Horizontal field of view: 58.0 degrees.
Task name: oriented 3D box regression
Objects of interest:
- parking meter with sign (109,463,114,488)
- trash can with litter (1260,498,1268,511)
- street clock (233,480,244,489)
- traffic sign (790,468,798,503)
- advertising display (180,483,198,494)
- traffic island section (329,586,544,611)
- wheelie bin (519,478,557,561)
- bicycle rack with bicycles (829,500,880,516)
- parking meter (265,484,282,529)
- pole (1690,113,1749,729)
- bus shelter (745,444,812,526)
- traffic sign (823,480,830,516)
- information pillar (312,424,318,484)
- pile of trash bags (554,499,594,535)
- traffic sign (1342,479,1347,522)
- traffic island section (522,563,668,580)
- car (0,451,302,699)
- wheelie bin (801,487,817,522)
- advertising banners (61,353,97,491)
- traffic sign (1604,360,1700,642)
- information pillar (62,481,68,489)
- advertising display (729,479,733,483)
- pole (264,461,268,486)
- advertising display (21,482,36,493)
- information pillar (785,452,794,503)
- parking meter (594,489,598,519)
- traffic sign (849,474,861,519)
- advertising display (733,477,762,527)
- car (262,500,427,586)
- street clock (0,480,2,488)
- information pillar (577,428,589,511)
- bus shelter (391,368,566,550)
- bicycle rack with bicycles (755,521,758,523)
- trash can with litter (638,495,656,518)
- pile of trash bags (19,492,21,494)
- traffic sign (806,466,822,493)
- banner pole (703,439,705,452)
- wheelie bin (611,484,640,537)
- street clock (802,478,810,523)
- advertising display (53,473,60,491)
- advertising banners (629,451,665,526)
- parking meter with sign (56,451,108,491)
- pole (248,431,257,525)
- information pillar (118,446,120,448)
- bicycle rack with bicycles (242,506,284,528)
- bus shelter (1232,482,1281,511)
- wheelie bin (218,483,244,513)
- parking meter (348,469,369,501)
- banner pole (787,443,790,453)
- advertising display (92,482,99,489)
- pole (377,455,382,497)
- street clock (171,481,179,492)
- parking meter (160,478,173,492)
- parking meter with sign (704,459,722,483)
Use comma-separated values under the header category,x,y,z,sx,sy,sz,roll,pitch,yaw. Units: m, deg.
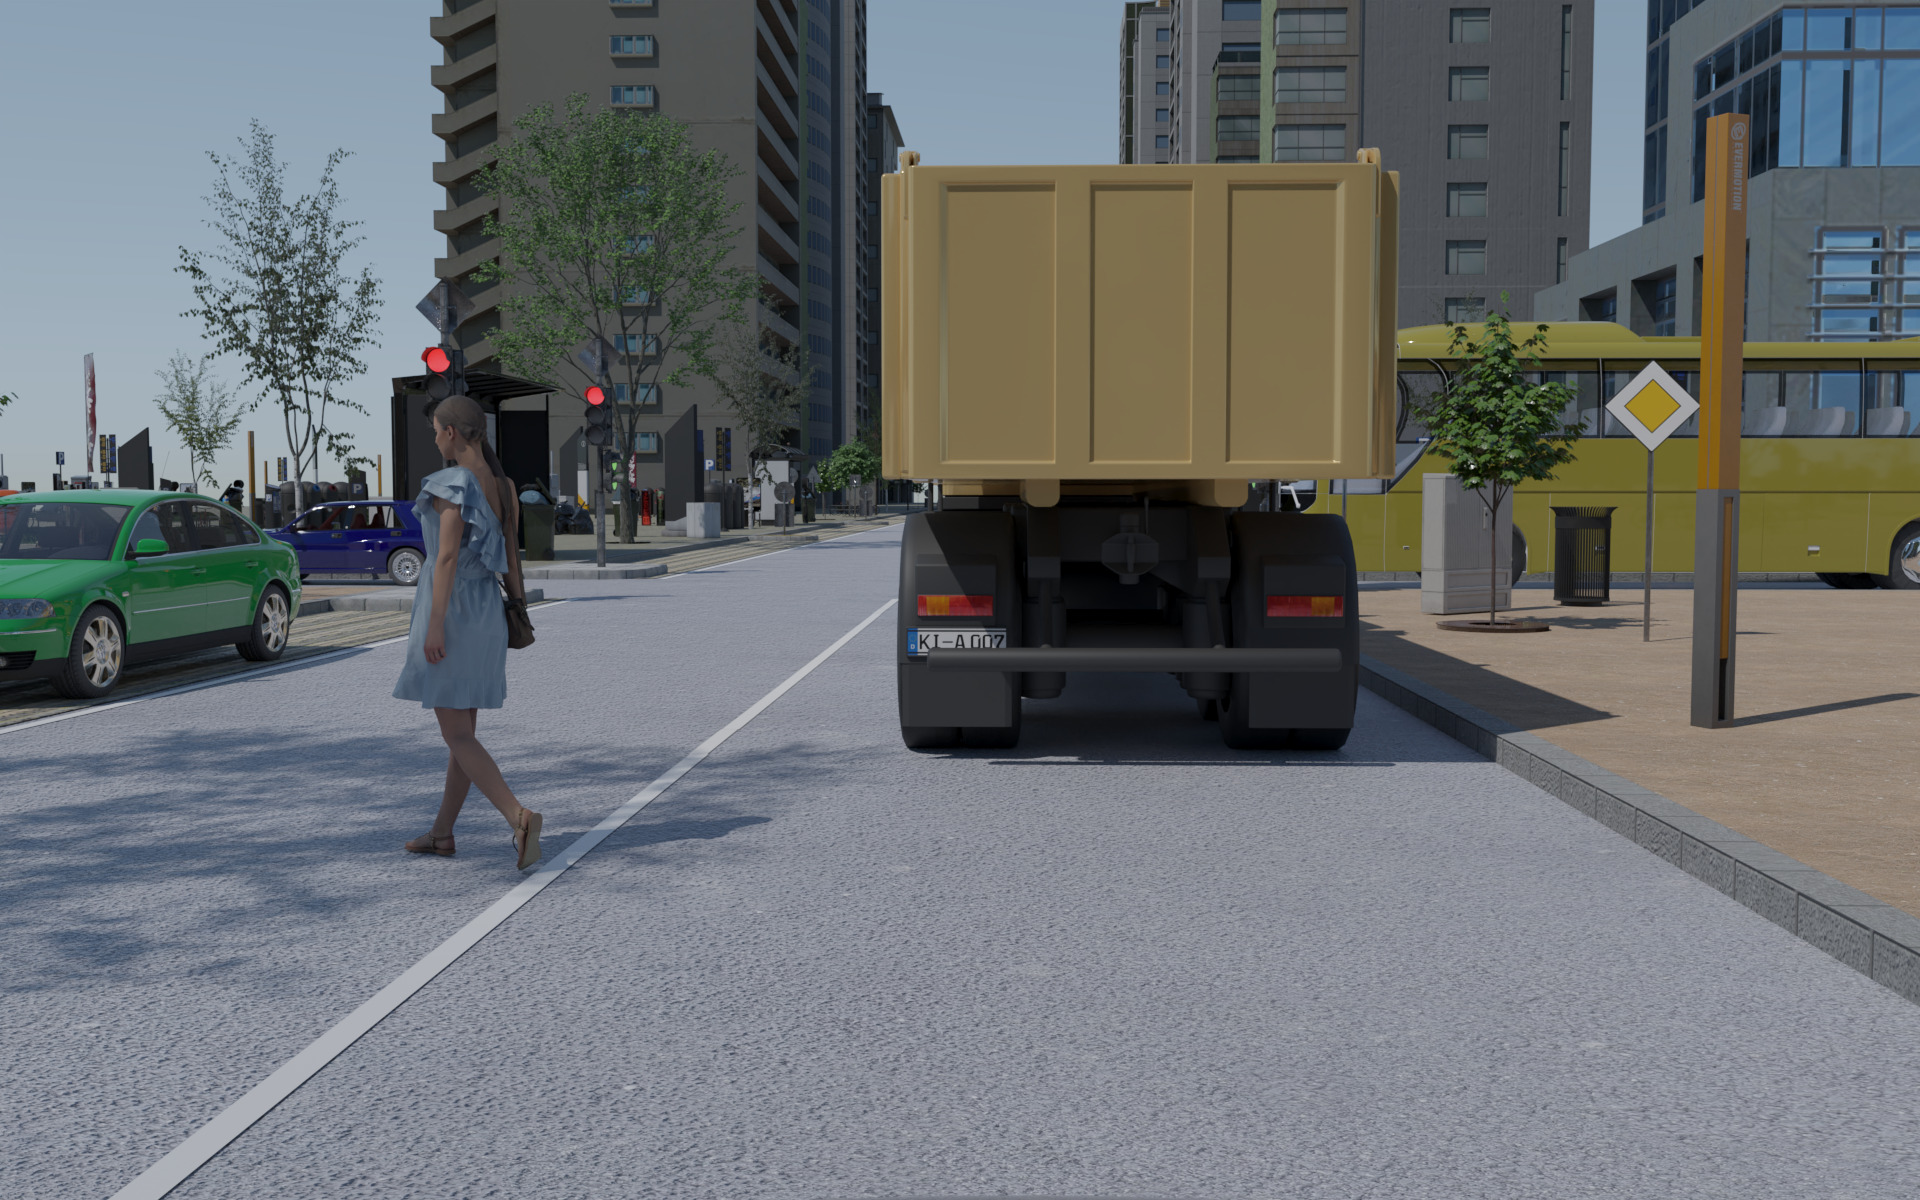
category,x,y,z,sx,sy,sz,roll,pitch,yaw
parking meter with sign,-47.927,-6.197,97.578,0.543,3.016,1.738,-1,4,-18
trash can with litter,5.942,-1.298,32.277,1.678,1.210,2.233,2,4,27
street clock,-36.193,-5.039,86.952,0.471,2.002,0.358,1,4,11
traffic sign,-8.204,-5.110,83.647,0.768,2.556,0.104,0,4,8
advertising display,-45.363,-5.914,101.901,0.974,1.923,0.123,-1,4,-13
traffic island section,-6.639,-0.011,22.457,2.009,0.180,2.903,0,4,2
wheelie bin,-8.120,-1.557,33.365,0.693,1.594,0.980,-1,4,-13
bicycle rack with bicycles,-6.627,-5.525,103.719,2.925,0.926,2.852,2,4,29
parking meter,-17.080,-2.122,43.100,0.372,1.533,0.369,0,3,0
pole,4.143,-0.954,9.443,0.158,3.312,0.155,0,3,0
bus shelter,-7.519,-4.790,72.237,2.014,3.302,5.546,0,4,2
traffic sign,-7.925,-6.132,100.372,0.768,2.556,0.104,1,4,8
information pillar,-21.587,-4.076,57.995,0.183,3.616,0.504,-2,4,-31
pile of trash bags,-13.350,-2.732,54.417,3.447,1.369,1.912,-2,4,-32
traffic sign,5.038,-1.258,22.706,0.606,2.300,0.079,1,4,12
traffic island section,-6.317,-0.499,30.435,2.009,0.180,2.903,0,4,2
car,-6.800,-0.287,13.486,1.959,1.807,4.718,0,4,2
wheelie bin,-6.943,-4.370,79.357,0.693,1.594,0.980,-1,4,-15
advertising banners,-11.338,-1.597,22.302,0.090,3.025,2.074,-3,4,-37
traffic sign,5.959,-0.843,14.972,0.795,2.450,0.064,1,4,10
information pillar,-48.636,-5.477,94.048,0.304,2.012,0.304,1,4,23
advertising display,-9.577,-4.126,72.676,0.123,1.923,0.974,-1,4,-14
pole,-42.477,-6.863,106.053,0.158,3.312,0.155,0,3,0
advertising display,-48.547,-5.203,90.286,0.123,1.923,0.974,0,4,7
information pillar,-9.476,-6.408,96.126,0.504,3.616,0.183,0,4,7
parking meter,-19.011,-5.050,90.974,0.372,1.533,0.369,0,3,0
traffic sign,-5.486,-5.405,90.494,0.606,2.300,0.079,1,4,9
advertising display,-8.201,-3.795,67.264,0.974,1.923,0.123,0,4,2
car,-9.833,-0.926,27.727,3.894,1.354,1.945,0,4,3
street clock,-45.941,-4.773,82.603,0.471,2.002,0.358,0,4,4
information pillar,-13.419,-4.303,61.713,0.504,3.616,0.183,3,4,38
bus shelter,-9.741,-2.708,35.553,1.731,3.624,6.357,0,4,2
bicycle rack with bicycles,-10.127,-3.812,75.708,2.925,0.926,2.852,-2,4,-28
trash can with litter,-16.615,-5.264,97.118,2.233,1.210,1.678,2,4,30
pile of trash bags,-18.717,-1.660,36.895,3.447,1.369,1.912,-1,4,-13
traffic sign,-6.800,-4.902,80.147,0.884,2.594,0.081,1,4,11
banner pole,-11.895,-5.441,78.972,0.863,3.779,0.401,1,4,22
wheelie bin,-10.032,-2.697,52.007,0.693,1.594,0.980,-3,5,-39
street clock,-6.801,-4.388,76.309,0.358,2.002,0.471,1,4,9
advertising display,-27.910,-2.956,53.541,0.123,1.923,0.974,-1,4,-23
advertising banners,-12.669,-4.515,70.002,2.074,3.025,0.090,2,4,29
parking meter with sign,-36.040,-4.574,71.047,1.738,3.016,0.543,0,4,-1
pole,-22.852,-3.796,55.907,0.158,3.312,0.155,0,3,0
information pillar,-40.519,-5.664,83.958,0.504,3.616,0.183,0,4,-3
bicycle rack with bicycles,-21.351,-2.334,51.538,2.852,0.926,2.925,-2,4,-31
bus shelter,6.557,-2.801,37.083,1.731,3.624,6.357,0,4,2
wheelie bin,-20.593,-2.511,48.957,0.693,1.594,0.980,-2,4,-23
parking meter,-12.868,-1.918,37.074,0.399,1.863,0.255,-1,4,-16
banner pole,-8.418,-5.802,84.884,0.401,3.779,0.863,-1,4,-13
advertising display,-45.991,-5.311,92.042,0.123,1.923,0.974,0,4,-6
pole,-29.918,-5.840,89.327,0.158,3.312,0.155,0,3,0
street clock,-44.564,-5.732,98.285,0.358,2.002,0.471,2,4,25
parking meter,-28.086,-3.401,61.321,0.399,1.863,0.255,-1,4,-22
parking meter with sign,-12.375,-5.598,87.784,0.543,3.016,1.738,1,4,13
